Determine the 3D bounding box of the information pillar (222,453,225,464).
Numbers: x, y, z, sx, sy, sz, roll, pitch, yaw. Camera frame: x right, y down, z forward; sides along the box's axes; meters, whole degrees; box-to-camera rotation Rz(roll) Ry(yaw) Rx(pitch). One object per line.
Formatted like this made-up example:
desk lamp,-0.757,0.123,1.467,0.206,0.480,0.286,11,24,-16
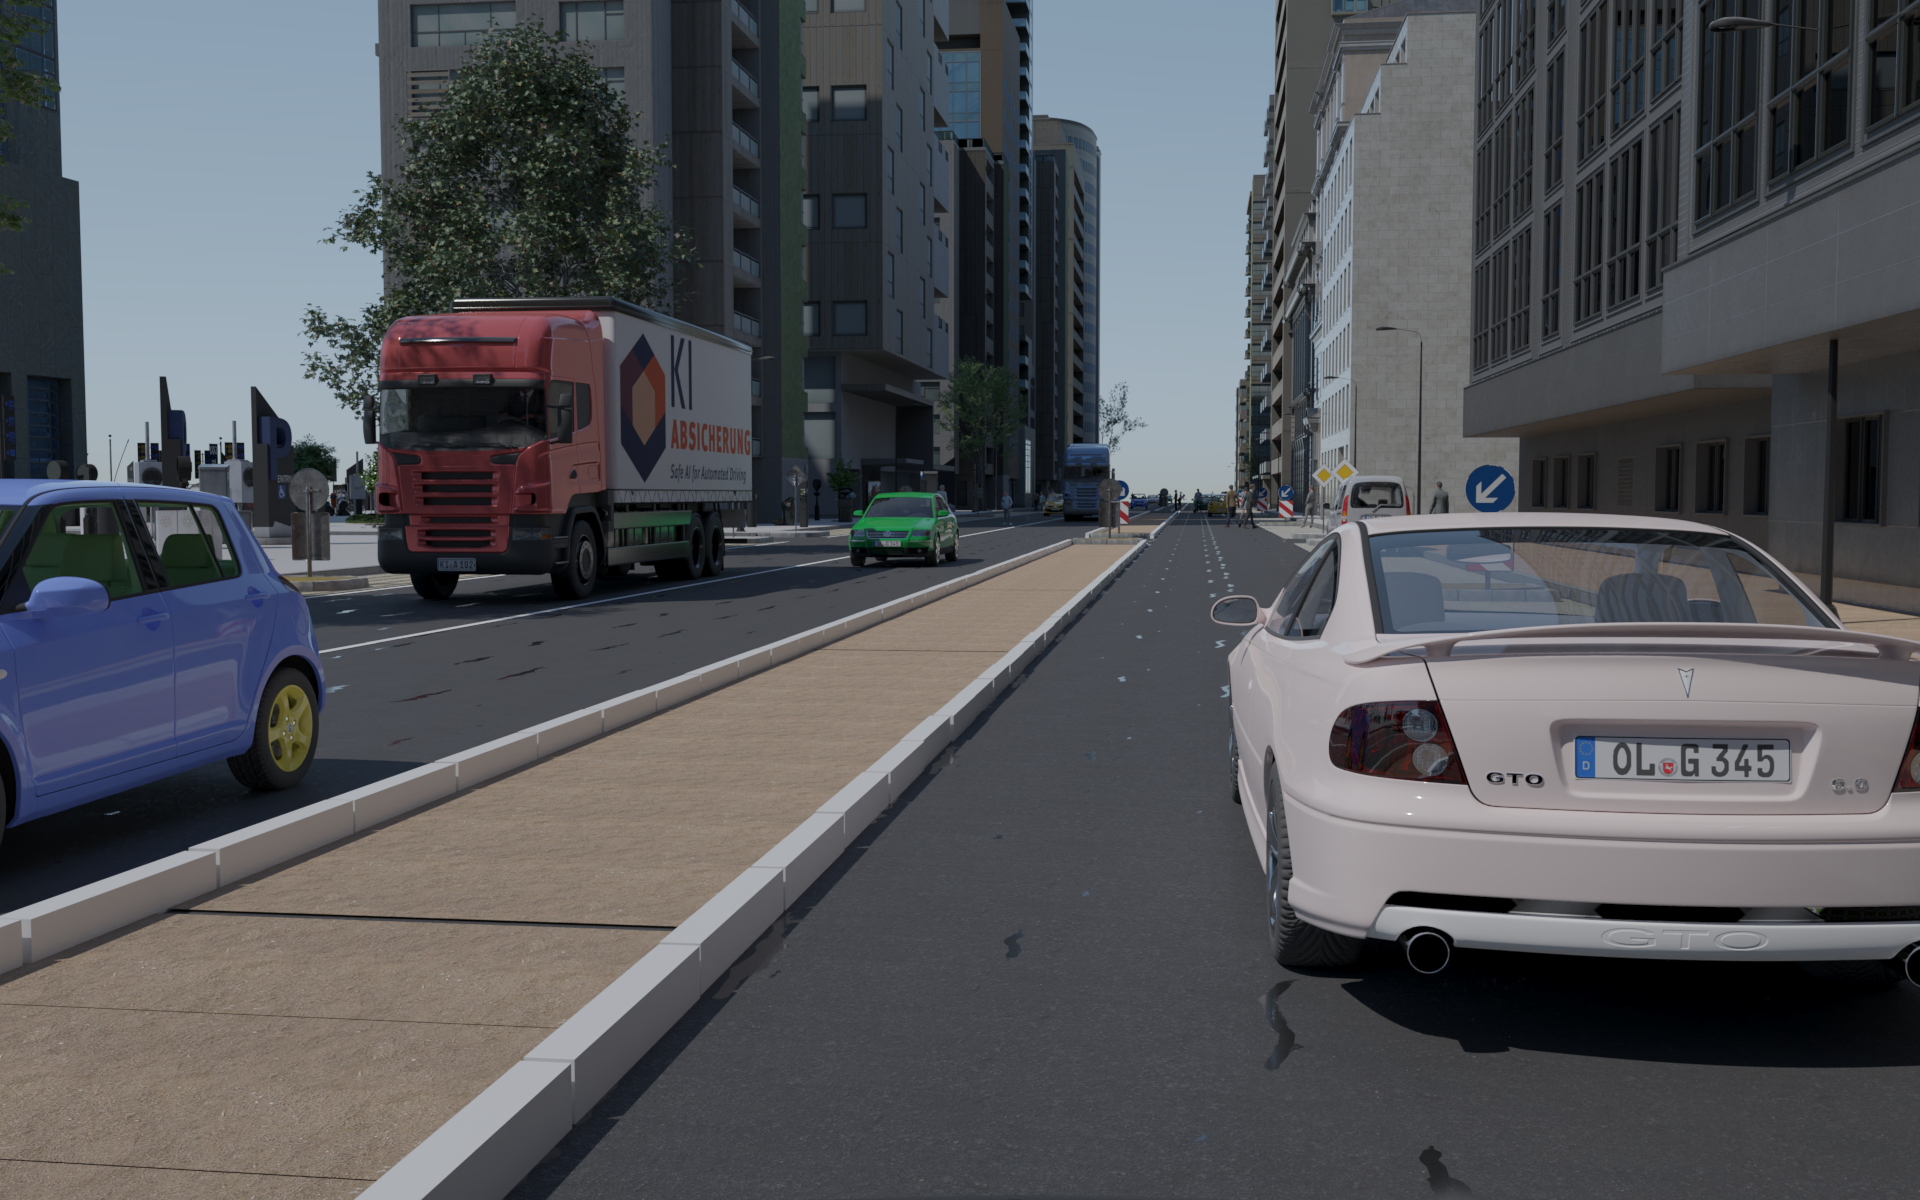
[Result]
information pillar,-40.793,-6.407,96.105,0.183,3.616,0.504,1,4,18

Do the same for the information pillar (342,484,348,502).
information pillar,-42.916,-7.118,120.870,0.304,2.012,0.304,3,4,38

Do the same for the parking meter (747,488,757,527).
parking meter,-8.036,-3.572,66.818,0.372,1.533,0.369,0,3,0

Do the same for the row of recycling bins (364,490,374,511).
row of recycling bins,-45.742,-7.810,134.812,1.069,1.692,3.534,1,4,13

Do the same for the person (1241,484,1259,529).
person,12.025,-3.867,71.500,0.755,1.850,0.659,0,4,-4

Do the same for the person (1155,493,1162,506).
person,24.121,-12.215,208.230,1.348,1.821,0.705,0,4,1

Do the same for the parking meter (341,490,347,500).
parking meter,-40.999,-6.541,115.362,0.372,1.533,0.369,0,3,0

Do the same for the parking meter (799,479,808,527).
parking meter,-6.002,-3.722,66.565,0.255,1.863,0.399,1,4,9

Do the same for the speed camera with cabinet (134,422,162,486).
speed camera with cabinet,-22.616,-3.207,46.776,2.038,3.252,0.660,-3,4,-37

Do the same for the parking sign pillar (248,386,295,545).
parking sign pillar,-17.432,-3.395,43.984,1.447,3.967,1.447,0,4,7

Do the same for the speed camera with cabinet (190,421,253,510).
speed camera with cabinet,-19.531,-3.160,45.999,0.660,3.252,2.038,1,4,15

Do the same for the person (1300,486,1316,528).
person,14.662,-3.925,72.942,0.573,1.790,0.520,2,4,34

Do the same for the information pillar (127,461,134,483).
information pillar,-58.464,-8.000,122.152,0.504,3.616,0.183,0,4,6

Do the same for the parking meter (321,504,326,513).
parking meter,-28.082,-4.312,76.209,0.255,1.863,0.399,-2,4,-26

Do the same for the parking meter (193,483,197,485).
parking meter,-39.567,-5.141,89.761,0.399,1.863,0.255,0,4,-1

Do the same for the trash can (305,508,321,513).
trash can,-25.726,-3.497,68.823,0.748,1.137,0.748,0,3,0

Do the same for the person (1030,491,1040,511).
person,6.419,-8.461,147.539,0.721,1.736,1.217,-3,5,-41

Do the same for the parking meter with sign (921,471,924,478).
parking meter with sign,-3.315,-8.178,129.975,0.543,3.016,1.738,1,4,22

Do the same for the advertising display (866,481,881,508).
advertising display,-4.174,-4.806,83.796,0.123,1.923,0.974,3,5,39

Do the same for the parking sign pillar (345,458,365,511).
parking sign pillar,-45.500,-8.663,130.119,1.447,3.967,1.447,-3,5,-43

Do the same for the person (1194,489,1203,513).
person,17.679,-7.342,128.382,0.661,1.843,0.795,1,4,15

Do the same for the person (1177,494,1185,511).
person,19.125,-8.426,149.447,0.628,1.438,0.799,2,4,34

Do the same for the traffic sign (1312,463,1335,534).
traffic sign,11.818,-3.220,56.287,0.795,2.450,0.064,0,4,8

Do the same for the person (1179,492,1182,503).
person,26.982,-12.433,212.500,0.721,1.743,1.217,0,4,1

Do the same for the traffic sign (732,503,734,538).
traffic sign,-6.646,-2.882,50.769,0.795,2.450,0.064,0,4,8

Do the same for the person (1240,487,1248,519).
person,16.056,-5.423,97.261,0.616,1.811,0.778,3,5,42

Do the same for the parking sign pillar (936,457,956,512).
parking sign pillar,-1.027,-8.355,125.084,1.447,3.967,1.447,-1,4,-17

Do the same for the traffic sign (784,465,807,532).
traffic sign,-5.562,-3.366,58.681,0.795,2.450,0.064,0,4,8

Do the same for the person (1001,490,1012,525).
person,2.156,-4.292,80.486,0.589,1.601,0.330,3,4,39

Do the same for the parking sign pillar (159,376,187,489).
parking sign pillar,-18.305,-3.173,40.343,1.447,3.967,1.447,-1,4,-19

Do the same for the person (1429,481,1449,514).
person,14.159,-2.605,51.194,0.694,1.812,0.767,-1,4,-19

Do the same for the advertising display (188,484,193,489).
advertising display,-49.295,-6.490,111.328,0.974,1.923,0.123,3,4,37

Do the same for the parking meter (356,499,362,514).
parking meter,-29.903,-4.749,86.064,0.372,1.533,0.369,0,3,0

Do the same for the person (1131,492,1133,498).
person,28.632,-17.027,287.804,0.541,1.710,0.530,0,4,6

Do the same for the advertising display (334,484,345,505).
advertising display,-41.862,-6.824,116.793,0.123,1.923,0.974,2,4,30

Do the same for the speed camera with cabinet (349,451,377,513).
speed camera with cabinet,-27.331,-5.280,80.660,2.038,3.252,0.660,-1,4,-23

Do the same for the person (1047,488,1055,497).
person,6.552,-7.052,123.894,0.679,1.850,0.850,1,4,18

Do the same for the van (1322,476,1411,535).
van,9.617,-2.070,40.852,2.013,2.044,4.112,0,4,7

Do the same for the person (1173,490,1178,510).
person,19.088,-8.863,153.415,0.705,1.823,1.348,0,4,-6

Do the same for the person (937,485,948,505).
person,-0.798,-4.226,77.479,0.514,1.842,0.818,0,3,0

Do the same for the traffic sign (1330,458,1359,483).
traffic sign,10.733,-2.736,48.376,0.795,2.450,0.064,0,4,8

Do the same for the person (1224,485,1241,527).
person,11.740,-4.039,74.448,0.836,1.842,0.656,3,4,38

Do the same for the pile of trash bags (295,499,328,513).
pile of trash bags,-34.748,-4.870,89.381,3.447,1.369,1.912,2,4,26

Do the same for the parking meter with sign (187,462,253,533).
parking meter with sign,-19.049,-2.937,44.273,1.738,3.016,0.543,-1,4,-14

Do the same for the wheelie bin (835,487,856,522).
wheelie bin,-5.177,-4.314,78.450,0.980,1.594,0.693,0,4,1

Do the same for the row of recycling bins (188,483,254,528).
row of recycling bins,-27.608,-3.610,66.133,3.534,1.692,1.069,-3,5,-40

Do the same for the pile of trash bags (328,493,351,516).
pile of trash bags,-36.985,-5.656,102.231,1.912,1.369,3.447,-1,4,-20

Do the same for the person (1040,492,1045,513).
person,6.088,-7.231,128.542,0.330,1.601,0.589,-2,4,-28
